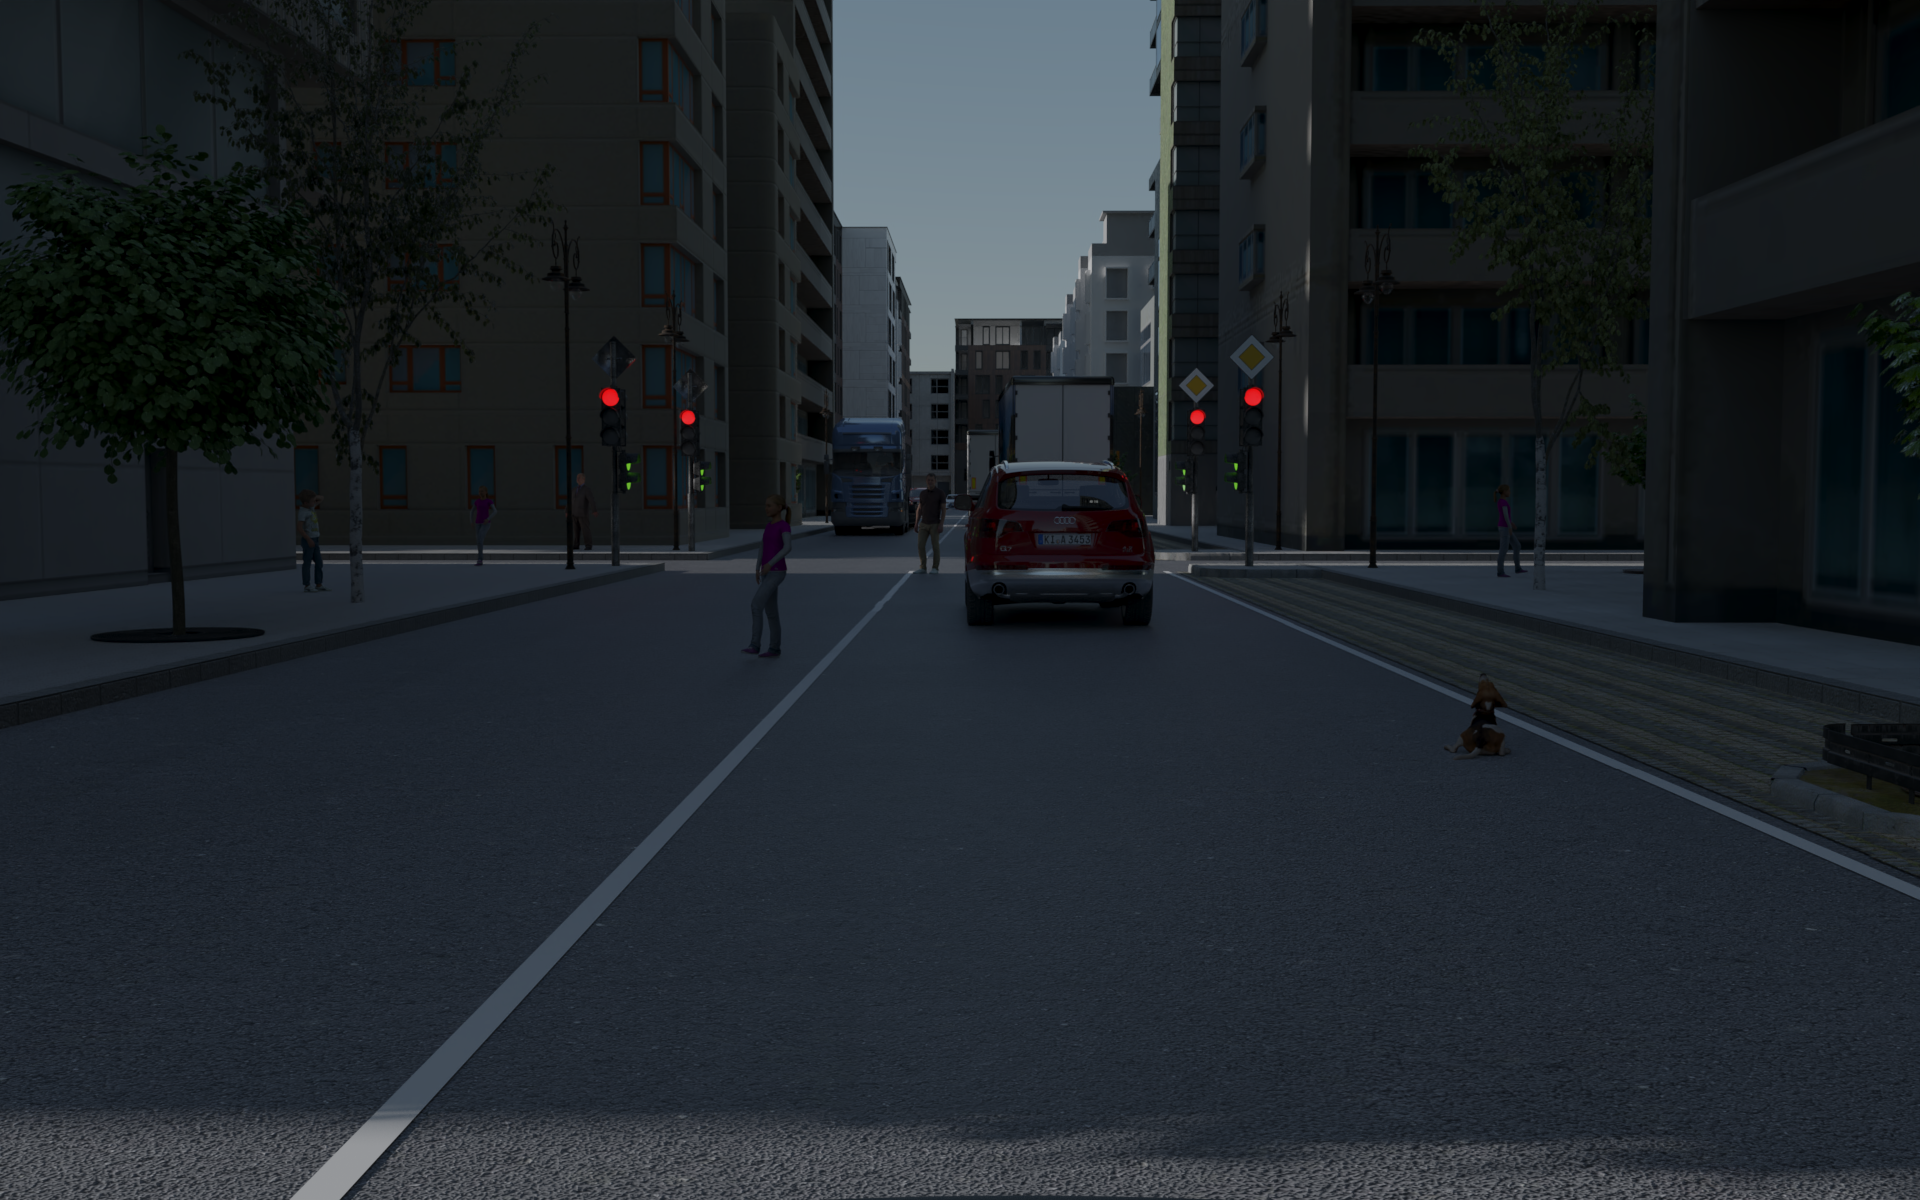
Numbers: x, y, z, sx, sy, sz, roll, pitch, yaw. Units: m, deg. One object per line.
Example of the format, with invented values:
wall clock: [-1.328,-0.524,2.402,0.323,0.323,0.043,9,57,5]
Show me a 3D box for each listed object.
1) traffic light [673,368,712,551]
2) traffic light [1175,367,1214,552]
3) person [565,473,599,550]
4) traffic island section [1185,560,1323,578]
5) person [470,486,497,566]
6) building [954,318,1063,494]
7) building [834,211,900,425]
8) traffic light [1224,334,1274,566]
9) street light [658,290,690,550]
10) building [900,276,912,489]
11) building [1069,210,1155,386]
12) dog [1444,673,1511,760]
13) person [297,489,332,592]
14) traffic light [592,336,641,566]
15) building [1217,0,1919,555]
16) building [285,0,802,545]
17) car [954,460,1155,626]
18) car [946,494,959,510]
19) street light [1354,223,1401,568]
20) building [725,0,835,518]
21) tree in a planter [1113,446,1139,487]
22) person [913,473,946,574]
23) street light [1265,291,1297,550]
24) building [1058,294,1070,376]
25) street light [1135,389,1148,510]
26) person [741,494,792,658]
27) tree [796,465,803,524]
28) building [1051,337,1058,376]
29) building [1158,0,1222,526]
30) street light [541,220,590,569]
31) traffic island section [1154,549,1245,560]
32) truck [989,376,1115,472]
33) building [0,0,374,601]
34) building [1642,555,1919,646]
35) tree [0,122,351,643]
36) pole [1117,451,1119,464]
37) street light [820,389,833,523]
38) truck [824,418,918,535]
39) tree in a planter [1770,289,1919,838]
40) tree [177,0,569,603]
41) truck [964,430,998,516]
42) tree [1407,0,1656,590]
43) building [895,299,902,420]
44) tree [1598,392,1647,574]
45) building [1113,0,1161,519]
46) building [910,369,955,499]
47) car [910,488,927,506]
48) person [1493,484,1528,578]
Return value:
traffic light: [-6.008,-3.049,38.765,0.839,4.253,0.868,0,4,1]
traffic light: [5.233,-3.040,38.617,0.839,4.253,0.868,0,4,1]
person: [-8.692,-2.023,39.678,0.990,1.755,0.434,2,4,34]
traffic island section: [5.156,-0.518,30.746,2.009,0.180,2.903,0,4,1]
person: [-8.523,-1.311,30.712,0.726,1.434,0.776,1,4,11]
building: [15.829,-22.492,211.725,32.646,21.610,27.936,0,4,1]
building: [-19.528,-17.530,130.594,27.936,21.610,32.646,0,4,1]
traffic light: [5.116,-2.551,30.633,0.839,4.253,0.868,0,4,1]
street light: [-6.478,-4.072,39.373,0.468,5.910,1.993,0,4,1]
building: [-21.677,-20.366,176.956,32.646,21.610,27.936,0,4,1]
building: [16.175,-16.202,121.318,16.016,20.091,11.380,0,4,1]
dog: [2.855,0.642,9.696,0.748,0.427,0.550,-2,4,-31]
person: [-8.454,-0.778,22.667,0.340,1.345,0.435,0,4,-5]
traffic light: [-6.124,-2.560,30.781,0.839,4.253,0.868,0,4,1]
building: [18.408,-25.939,47.799,21.600,48.544,21.300,0,4,1]
building: [-20.612,-12.978,57.223,27.650,21.520,28.899,0,4,1]
car: [1.069,-0.717,20.402,2.281,1.827,5.304,0,4,0]
car: [-0.496,-9.089,160.612,2.014,1.417,4.499,0,4,1]
street light: [7.165,-3.492,29.886,0.468,5.910,1.993,0,4,1]
building: [-18.124,-28.504,89.746,21.300,48.544,21.600,0,4,1]
tree in a planter: [5.628,-4.041,63.297,1.991,3.239,1.994,0,4,1]
person: [-0.558,-1.377,31.135,0.598,1.807,0.434,3,5,39]
street light: [7.307,-4.085,39.570,0.468,5.910,1.993,0,4,1]
building: [16.650,-17.621,144.522,16.016,20.091,11.380,0,4,1]
street light: [7.946,-6.320,76.124,0.468,5.910,1.993,0,4,1]
person: [-1.732,-0.197,14.963,0.776,1.434,0.726,-3,4,-39]
tree: [-7.152,-4.822,73.444,1.663,3.219,1.824,0,3,0]
building: [17.719,-20.029,183.886,16.016,20.091,11.380,0,4,1]
building: [15.576,-23.945,75.093,14.154,41.232,14.086,0,4,1]
street light: [-6.646,-3.460,29.362,0.468,5.910,1.993,0,4,1]
traffic island section: [5.272,-1.006,38.731,2.009,0.180,2.903,0,4,1]
truck: [2.348,-3.536,46.732,2.839,4.237,11.283,0,4,-1]
building: [-23.764,-26.173,17.162,27.495,52.752,28.713,0,4,1]
building: [17.631,-23.382,5.996,21.300,48.544,21.600,0,4,1]
tree: [-7.059,-1.947,15.540,4.285,4.588,4.351,0,3,0]
pole: [7.425,-5.383,81.858,0.158,3.312,0.155,0,3,0]
street light: [-5.888,-6.338,76.417,0.468,5.910,1.993,0,4,1]
truck: [-3.113,-4.735,67.176,2.967,4.110,18.799,0,4,0]
tree in a planter: [4.822,-0.641,7.701,1.991,3.239,1.994,0,4,1]
tree: [-6.957,-4.284,20.409,4.360,8.622,3.978,0,3,0]
truck: [1.576,-5.658,81.428,2.839,4.237,11.283,0,4,0]
tree: [7.930,-4.429,22.777,4.737,8.622,4.395,0,3,0]
building: [-13.108,-18.110,152.521,16.016,20.091,11.380,0,4,1]
tree: [11.307,-2.048,28.090,1.663,3.219,1.824,0,3,0]
building: [19.352,-47.920,96.159,22.319,86.520,31.000,0,4,1]
building: [-16.329,-20.750,205.719,31.486,18.905,16.747,0,4,1]
car: [-2.312,-5.932,105.663,2.281,1.827,5.304,0,4,2]
person: [8.553,-1.067,26.718,0.776,1.435,0.726,0,4,5]
